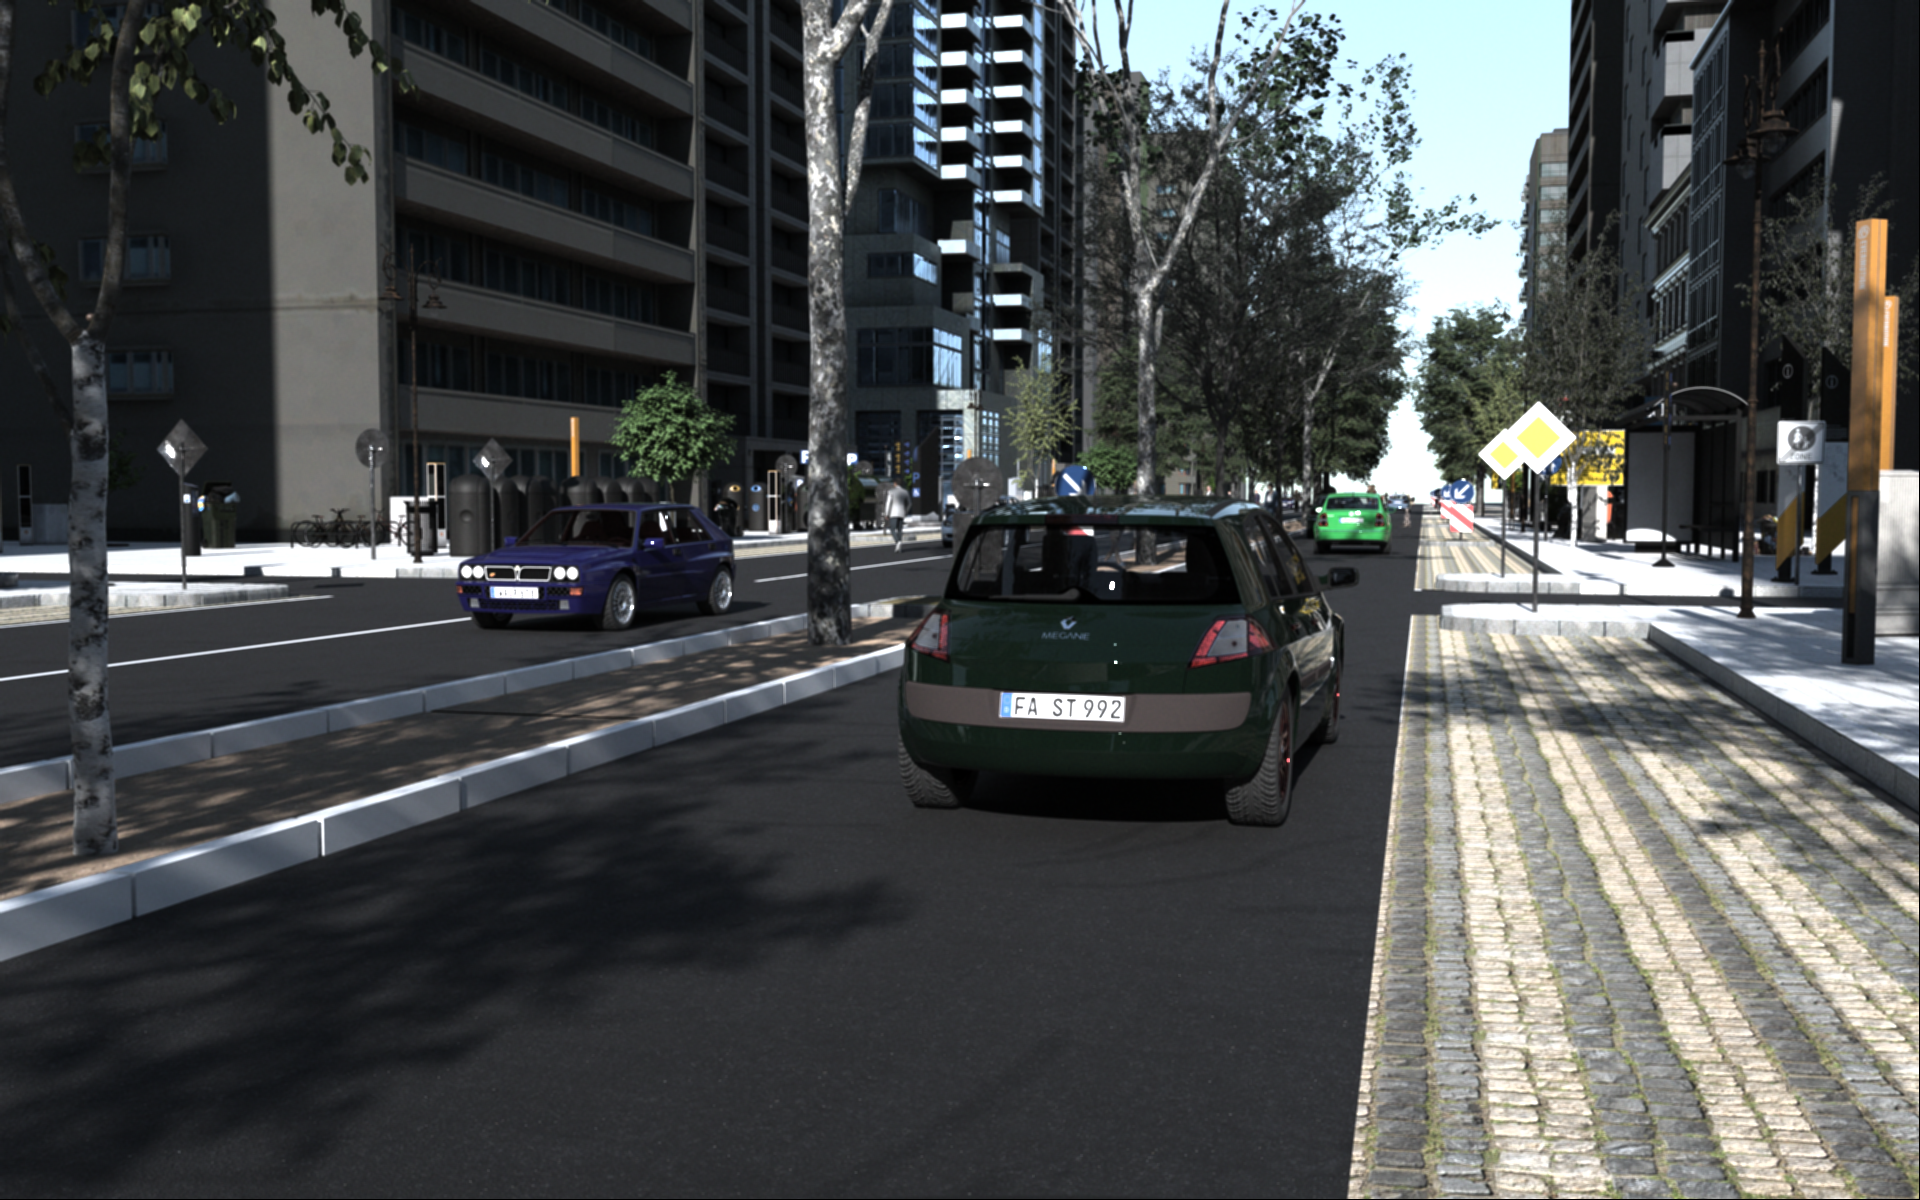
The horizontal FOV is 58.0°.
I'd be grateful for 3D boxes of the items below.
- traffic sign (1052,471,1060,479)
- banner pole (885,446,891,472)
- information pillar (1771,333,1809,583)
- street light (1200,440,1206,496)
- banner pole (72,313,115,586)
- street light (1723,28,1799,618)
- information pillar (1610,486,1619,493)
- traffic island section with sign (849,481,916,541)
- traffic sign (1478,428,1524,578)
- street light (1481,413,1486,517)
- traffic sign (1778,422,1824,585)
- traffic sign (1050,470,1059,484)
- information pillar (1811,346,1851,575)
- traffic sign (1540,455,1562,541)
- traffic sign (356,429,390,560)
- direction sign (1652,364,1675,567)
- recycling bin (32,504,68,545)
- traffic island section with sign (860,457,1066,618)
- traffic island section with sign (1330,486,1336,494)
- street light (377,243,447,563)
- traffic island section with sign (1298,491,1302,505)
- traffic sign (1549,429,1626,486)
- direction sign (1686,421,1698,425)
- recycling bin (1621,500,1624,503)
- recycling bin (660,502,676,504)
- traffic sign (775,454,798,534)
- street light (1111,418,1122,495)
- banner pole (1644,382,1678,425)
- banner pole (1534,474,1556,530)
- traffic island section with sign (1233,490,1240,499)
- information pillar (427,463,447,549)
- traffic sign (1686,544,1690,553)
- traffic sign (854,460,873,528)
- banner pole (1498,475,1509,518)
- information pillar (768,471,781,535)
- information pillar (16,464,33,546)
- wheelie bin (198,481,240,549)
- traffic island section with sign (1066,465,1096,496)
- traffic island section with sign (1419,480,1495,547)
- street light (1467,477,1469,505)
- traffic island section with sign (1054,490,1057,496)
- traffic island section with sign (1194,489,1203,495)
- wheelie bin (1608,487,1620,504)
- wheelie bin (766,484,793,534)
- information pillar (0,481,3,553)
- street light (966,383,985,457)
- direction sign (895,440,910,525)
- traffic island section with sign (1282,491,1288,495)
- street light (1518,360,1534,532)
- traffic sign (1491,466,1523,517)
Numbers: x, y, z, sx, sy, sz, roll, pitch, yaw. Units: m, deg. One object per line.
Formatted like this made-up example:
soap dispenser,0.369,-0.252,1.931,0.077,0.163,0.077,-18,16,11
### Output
traffic sign,5.509,-5.916,96.829,0.768,2.556,0.104,1,4,17
banner pole,-3.707,-6.062,89.134,0.401,3.779,0.863,-2,4,-28
information pillar,12.037,-2.062,25.064,0.183,3.616,0.504,-1,4,-12
street light,20.413,-10.568,145.568,0.468,5.910,1.993,1,4,15
banner pole,-12.002,-2.068,23.834,0.401,3.779,0.863,0,4,-4
street light,8.166,-2.753,17.806,0.468,5.910,1.993,1,4,15
information pillar,31.658,-4.854,83.849,0.304,2.012,0.304,-1,4,-13
traffic island section with sign,-2.424,-2.721,53.113,1.989,1.847,2.006,1,4,15
traffic sign,8.305,-1.395,26.447,0.795,2.450,0.064,1,4,15
street light,29.672,-7.666,98.132,0.468,5.910,1.993,1,4,15
traffic sign,11.796,-1.359,24.345,0.606,2.300,0.079,1,4,20
traffic sign,5.298,-5.771,94.352,0.884,2.594,0.081,1,4,18
information pillar,13.888,-2.215,27.573,0.504,3.616,0.183,-1,4,-11
traffic sign,16.010,-2.885,47.272,0.768,2.556,0.104,1,4,16
traffic sign,-11.463,-2.059,33.777,0.768,2.556,0.104,1,4,17
direction sign,12.440,-2.356,30.518,0.379,3.537,0.876,2,4,28
recycling bin,-23.237,-1.928,44.079,0.722,1.027,0.722,1,4,19
traffic island section with sign,0.048,-0.769,20.714,2.006,1.907,1.989,1,4,15
traffic island section with sign,21.449,-5.646,100.448,2.006,1.907,1.989,1,4,15
street light,-10.120,-3.631,32.159,0.468,5.910,1.993,1,4,15
traffic island section with sign,45.962,-13.748,233.413,1.989,1.847,2.006,1,4,15
traffic sign,19.865,-3.732,54.897,2.265,3.308,0.079,1,4,22
direction sign,22.140,-3.691,52.353,0.379,3.537,0.876,0,4,-3
recycling bin,30.288,-4.011,78.141,0.722,1.027,0.722,0,4,1
recycling bin,-9.286,-2.519,53.742,0.722,1.027,0.722,1,4,18
traffic sign,-5.591,-3.398,55.658,0.768,2.556,0.104,1,4,17
street light,9.527,-8.122,105.578,0.468,5.910,1.993,1,4,15
banner pole,15.781,-2.993,38.945,0.863,3.779,0.401,2,4,29
banner pole,21.089,-4.428,62.414,0.863,3.779,0.401,-1,4,-8
traffic island section with sign,24.555,-8.872,153.681,1.989,1.847,2.006,1,4,15
information pillar,-12.350,-2.226,40.892,0.304,2.012,0.304,2,4,32
traffic sign,15.970,-2.311,37.898,0.768,2.556,0.104,1,4,21
traffic sign,-3.665,-4.006,65.605,0.768,2.556,0.104,1,4,19
banner pole,28.804,-6.215,91.631,0.863,3.779,0.401,-1,4,-15
information pillar,-5.836,-3.064,54.594,0.304,2.012,0.304,2,4,24
information pillar,-23.304,-2.365,43.164,0.304,2.012,0.304,-2,4,-31
wheelie bin,-17.467,-2.018,40.904,0.693,1.594,0.980,3,5,41
traffic island section with sign,1.978,-1.207,27.867,2.006,1.907,1.989,1,4,15
traffic island section with sign,13.744,-2.402,47.897,1.989,1.847,2.006,1,4,15
street light,38.670,-9.716,131.639,0.468,5.910,1.993,1,4,15
traffic island section with sign,4.562,-4.313,79.150,1.989,1.847,2.006,1,4,15
traffic island section with sign,17.565,-7.276,127.585,1.989,1.847,2.006,1,4,15
wheelie bin,31.124,-4.586,82.884,0.693,1.594,0.980,-1,4,-17
wheelie bin,-5.828,-2.956,56.242,0.980,1.594,0.693,1,4,17
information pillar,-20.975,-2.021,37.538,0.304,2.012,0.304,-3,5,-39
street light,0.654,-6.077,72.139,0.468,5.910,1.993,1,4,15
direction sign,-2.402,-4.908,72.242,0.876,3.537,0.379,3,5,42
traffic island section with sign,38.987,-12.156,207.372,1.989,1.847,2.006,1,4,15
street light,18.944,-5.218,58.100,0.468,5.910,1.993,1,4,15
traffic sign,30.297,-6.182,94.942,2.265,3.308,0.079,1,4,18
